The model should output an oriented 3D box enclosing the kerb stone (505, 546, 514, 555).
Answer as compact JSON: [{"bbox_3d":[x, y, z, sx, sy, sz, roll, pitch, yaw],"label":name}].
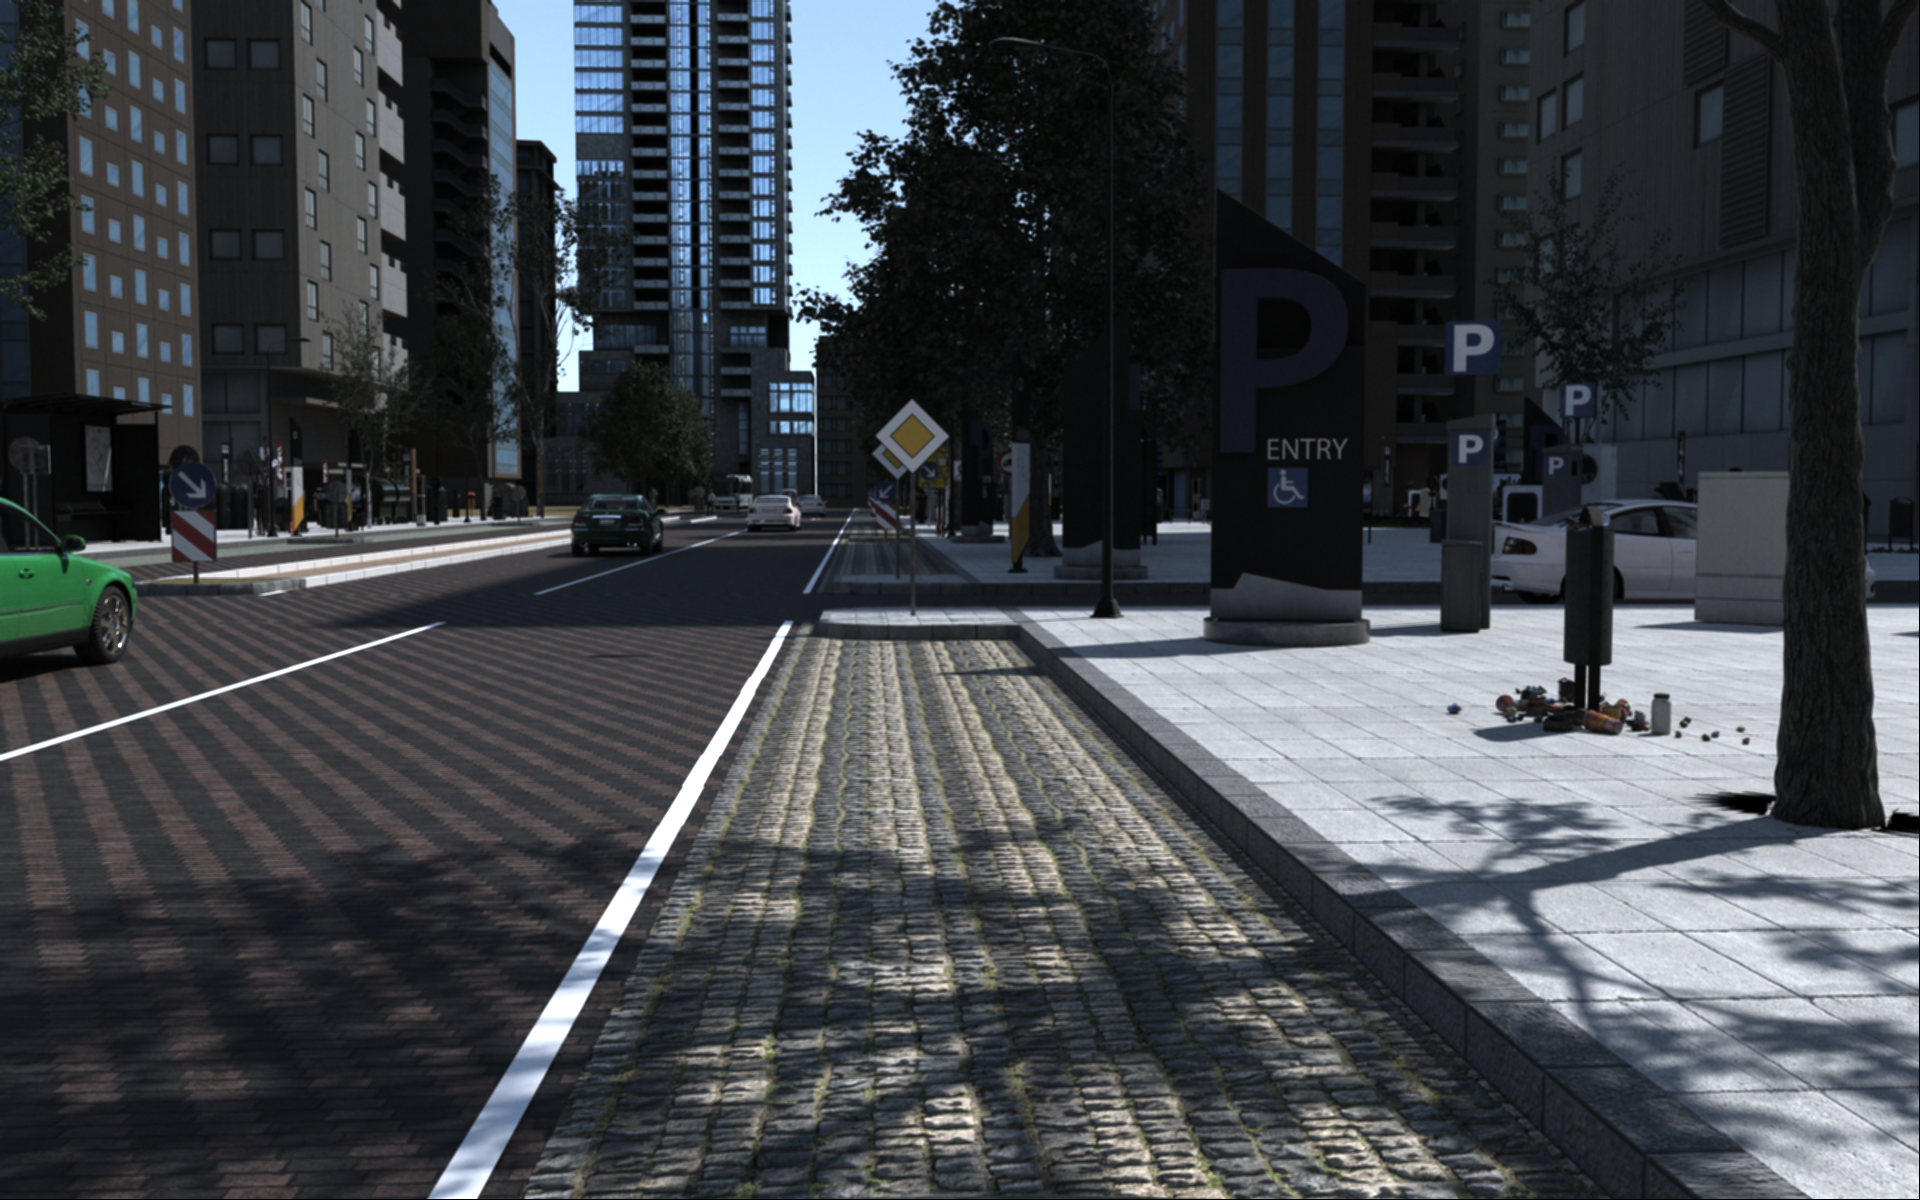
[{"bbox_3d":[-10.809,-1.157,41.115,0.120,0.150,1.000,0,4,-3],"label":"kerb stone"}]

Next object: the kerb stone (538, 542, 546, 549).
[{"bbox_3d":[-11.031,-1.407,45.206,0.120,0.150,1.000,0,4,-3],"label":"kerb stone"}]

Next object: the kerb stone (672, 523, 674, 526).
[{"bbox_3d":[-12.736,-3.280,75.876,0.120,0.150,1.000,0,4,-3],"label":"kerb stone"}]

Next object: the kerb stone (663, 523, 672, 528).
[{"bbox_3d":[-12.684,-3.221,74.853,0.120,0.150,1.000,0,4,-3],"label":"kerb stone"}]

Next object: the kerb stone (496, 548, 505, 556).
[{"bbox_3d":[-10.757,-1.092,40.094,0.120,0.150,1.000,0,4,-3],"label":"kerb stone"}]

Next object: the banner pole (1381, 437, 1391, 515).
[{"bbox_3d":[18.617,-5.251,75.871,0.401,3.779,0.863,-1,4,-20],"label":"banner pole"}]

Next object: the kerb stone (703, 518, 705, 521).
[{"bbox_3d":[-13.542,-4.160,90.205,0.120,0.150,1.000,0,4,-3],"label":"kerb stone"}]

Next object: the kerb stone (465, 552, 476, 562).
[{"bbox_3d":[-10.578,-0.907,37.018,0.120,0.150,1.000,0,4,-3],"label":"kerb stone"}]

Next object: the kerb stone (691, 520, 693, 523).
[{"bbox_3d":[-13.192,-3.776,84.055,0.120,0.150,1.000,0,4,-3],"label":"kerb stone"}]

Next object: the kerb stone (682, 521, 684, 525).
[{"bbox_3d":[-12.969,-3.532,79.966,0.120,0.150,1.000,0,4,-3],"label":"kerb stone"}]

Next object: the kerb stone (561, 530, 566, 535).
[{"bbox_3d":[-13.984,-2.340,60.458,0.120,0.150,1.000,0,4,-3],"label":"kerb stone"}]

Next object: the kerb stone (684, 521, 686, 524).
[{"bbox_3d":[-13.028,-3.591,80.987,0.120,0.150,1.000,0,4,-3],"label":"kerb stone"}]

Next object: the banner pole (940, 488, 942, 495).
[{"bbox_3d":[-0.779,-5.737,83.822,0.401,3.779,0.863,-3,4,-38],"label":"banner pole"}]

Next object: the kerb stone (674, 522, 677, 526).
[{"bbox_3d":[-12.800,-3.346,76.896,0.120,0.150,1.000,0,4,-3],"label":"kerb stone"}]

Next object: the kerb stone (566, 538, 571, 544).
[{"bbox_3d":[-11.260,-1.656,49.292,0.120,0.150,1.000,0,4,-3],"label":"kerb stone"}]

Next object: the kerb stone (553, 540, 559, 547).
[{"bbox_3d":[-11.147,-1.532,47.247,0.120,0.150,1.000,0,4,-3],"label":"kerb stone"}]

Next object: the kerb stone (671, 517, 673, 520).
[{"bbox_3d":[-15.864,-4.405,94.223,0.120,0.150,1.000,0,4,-3],"label":"kerb stone"}]

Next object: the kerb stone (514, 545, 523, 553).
[{"bbox_3d":[-10.859,-1.220,42.136,0.120,0.150,1.000,0,4,-3],"label":"kerb stone"}]

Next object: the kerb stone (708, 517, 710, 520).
[{"bbox_3d":[-13.709,-4.347,93.275,0.120,0.150,1.000,0,4,-3],"label":"kerb stone"}]

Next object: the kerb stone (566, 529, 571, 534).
[{"bbox_3d":[-14.043,-2.399,61.480,0.120,0.150,1.000,0,4,-3],"label":"kerb stone"}]

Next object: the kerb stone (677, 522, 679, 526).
[{"bbox_3d":[-12.860,-3.401,77.925,0.120,0.150,1.000,0,4,-3],"label":"kerb stone"}]

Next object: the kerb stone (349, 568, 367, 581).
[{"bbox_3d":[-10.124,-0.402,28.830,0.120,0.150,1.000,0,4,-3],"label":"kerb stone"}]

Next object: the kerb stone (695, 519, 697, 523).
[{"bbox_3d":[-13.310,-3.909,86.111,0.120,0.150,1.000,0,4,-3],"label":"kerb stone"}]

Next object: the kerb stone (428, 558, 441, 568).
[{"bbox_3d":[-10.403,-0.718,33.943,0.120,0.150,1.000,0,4,-3],"label":"kerb stone"}]

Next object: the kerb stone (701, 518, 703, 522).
[{"bbox_3d":[-13.488,-4.097,89.182,0.120,0.150,1.000,0,4,-3],"label":"kerb stone"}]

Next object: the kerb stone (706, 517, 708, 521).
[{"bbox_3d":[-13.653,-4.284,92.251,0.120,0.150,1.000,0,4,-3],"label":"kerb stone"}]

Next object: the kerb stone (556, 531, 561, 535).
[{"bbox_3d":[-13.929,-2.278,59.437,0.120,0.150,1.000,0,4,-3],"label":"kerb stone"}]

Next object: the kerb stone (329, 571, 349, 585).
[{"bbox_3d":[-10.066,-0.343,27.808,0.120,0.150,1.000,0,4,-3],"label":"kerb stone"}]

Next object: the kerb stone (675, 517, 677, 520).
[{"bbox_3d":[-15.976,-4.526,96.275,0.120,0.150,1.000,0,4,-3],"label":"kerb stone"}]

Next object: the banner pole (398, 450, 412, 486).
[{"bbox_3d":[-28.775,-6.095,89.674,0.863,3.779,0.401,0,4,2],"label":"banner pole"}]

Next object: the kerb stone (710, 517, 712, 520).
[{"bbox_3d":[-13.765,-4.410,94.299,0.120,0.150,1.000,0,4,-3],"label":"kerb stone"}]

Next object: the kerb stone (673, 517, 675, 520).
[{"bbox_3d":[-15.926,-4.468,95.244,0.120,0.150,1.000,0,4,-3],"label":"kerb stone"}]

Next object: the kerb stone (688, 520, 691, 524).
[{"bbox_3d":[-13.142,-3.720,83.028,0.120,0.150,1.000,0,4,-3],"label":"kerb stone"}]

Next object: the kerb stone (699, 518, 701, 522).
[{"bbox_3d":[-13.428,-4.034,88.156,0.120,0.150,1.000,0,4,-3],"label":"kerb stone"}]

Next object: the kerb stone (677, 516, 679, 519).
[{"bbox_3d":[-16.027,-4.594,97.299,0.120,0.150,1.000,0,4,-3],"label":"kerb stone"}]

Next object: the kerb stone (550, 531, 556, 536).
[{"bbox_3d":[-13.872,-2.209,58.403,0.120,0.150,1.000,0,4,-3],"label":"kerb stone"}]

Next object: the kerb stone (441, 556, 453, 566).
[{"bbox_3d":[-10.464,-0.776,34.964,0.120,0.150,1.000,0,4,-3],"label":"kerb stone"}]

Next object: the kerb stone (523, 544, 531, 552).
[{"bbox_3d":[-10.913,-1.282,43.158,0.120,0.150,1.000,0,4,-3],"label":"kerb stone"}]

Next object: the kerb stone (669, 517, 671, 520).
[{"bbox_3d":[-15.802,-4.343,93.203,0.120,0.150,1.000,0,4,-3],"label":"kerb stone"}]

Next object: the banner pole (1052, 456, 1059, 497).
[{"bbox_3d":[4.940,-6.135,90.329,0.401,3.779,0.863,2,4,33],"label":"banner pole"}]

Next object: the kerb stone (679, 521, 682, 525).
[{"bbox_3d":[-12.913,-3.471,78.945,0.120,0.150,1.000,0,4,-3],"label":"kerb stone"}]

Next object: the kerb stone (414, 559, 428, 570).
[{"bbox_3d":[-10.354,-0.656,32.922,0.120,0.150,1.000,0,4,-3],"label":"kerb stone"}]

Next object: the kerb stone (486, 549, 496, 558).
[{"bbox_3d":[-10.696,-1.032,39.073,0.120,0.150,1.000,0,4,-3],"label":"kerb stone"}]

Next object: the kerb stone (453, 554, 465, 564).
[{"bbox_3d":[-10.520,-0.844,35.997,0.120,0.150,1.000,0,4,-3],"label":"kerb stone"}]

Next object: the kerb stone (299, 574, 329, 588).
[{"bbox_3d":[-10.016,-0.281,26.787,0.120,0.150,1.000,0,4,-3],"label":"kerb stone"}]

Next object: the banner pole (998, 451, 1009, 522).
[{"bbox_3d":[2.041,-5.505,80.028,0.401,3.779,0.863,3,5,43],"label":"banner pole"}]

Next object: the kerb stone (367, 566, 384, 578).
[{"bbox_3d":[-10.178,-0.467,29.850,0.120,0.150,1.000,0,4,-3],"label":"kerb stone"}]

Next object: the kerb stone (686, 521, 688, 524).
[{"bbox_3d":[-13.087,-3.658,82.007,0.120,0.150,1.000,0,4,-3],"label":"kerb stone"}]

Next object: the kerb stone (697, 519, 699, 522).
[{"bbox_3d":[-13.365,-3.972,87.136,0.120,0.150,1.000,0,4,-3],"label":"kerb stone"}]

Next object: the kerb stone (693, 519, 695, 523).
[{"bbox_3d":[-13.259,-3.842,85.088,0.120,0.150,1.000,0,4,-3],"label":"kerb stone"}]

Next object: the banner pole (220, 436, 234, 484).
[{"bbox_3d":[-31.260,-5.140,74.062,0.401,3.779,0.863,1,4,22],"label":"banner pole"}]

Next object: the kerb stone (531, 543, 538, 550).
[{"bbox_3d":[-10.977,-1.341,44.180,0.120,0.150,1.000,0,4,-3],"label":"kerb stone"}]

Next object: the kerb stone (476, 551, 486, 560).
[{"bbox_3d":[-10.635,-0.969,38.043,0.120,0.150,1.000,0,4,-3],"label":"kerb stone"}]

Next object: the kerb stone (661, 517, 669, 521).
[{"bbox_3d":[-15.748,-4.280,92.178,0.120,0.150,1.000,0,4,-3],"label":"kerb stone"}]

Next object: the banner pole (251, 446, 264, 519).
[{"bbox_3d":[-36.693,-6.143,90.454,0.863,3.779,0.401,-1,4,-12],"label":"banner pole"}]

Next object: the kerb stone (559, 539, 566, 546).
[{"bbox_3d":[-11.207,-1.595,48.268,0.120,0.150,1.000,0,4,-3],"label":"kerb stone"}]

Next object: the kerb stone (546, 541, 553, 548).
[{"bbox_3d":[-11.094,-1.470,46.226,0.120,0.150,1.000,0,4,-3],"label":"kerb stone"}]

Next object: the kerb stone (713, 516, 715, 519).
[{"bbox_3d":[-13.874,-4.535,96.340,0.120,0.150,1.000,0,4,-3],"label":"kerb stone"}]

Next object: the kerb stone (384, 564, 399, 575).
[{"bbox_3d":[-10.242,-0.531,30.870,0.120,0.150,1.000,0,4,-3],"label":"kerb stone"}]

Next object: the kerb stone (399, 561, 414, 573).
[{"bbox_3d":[-10.298,-0.583,31.894,0.120,0.150,1.000,0,4,-3],"label":"kerb stone"}]
